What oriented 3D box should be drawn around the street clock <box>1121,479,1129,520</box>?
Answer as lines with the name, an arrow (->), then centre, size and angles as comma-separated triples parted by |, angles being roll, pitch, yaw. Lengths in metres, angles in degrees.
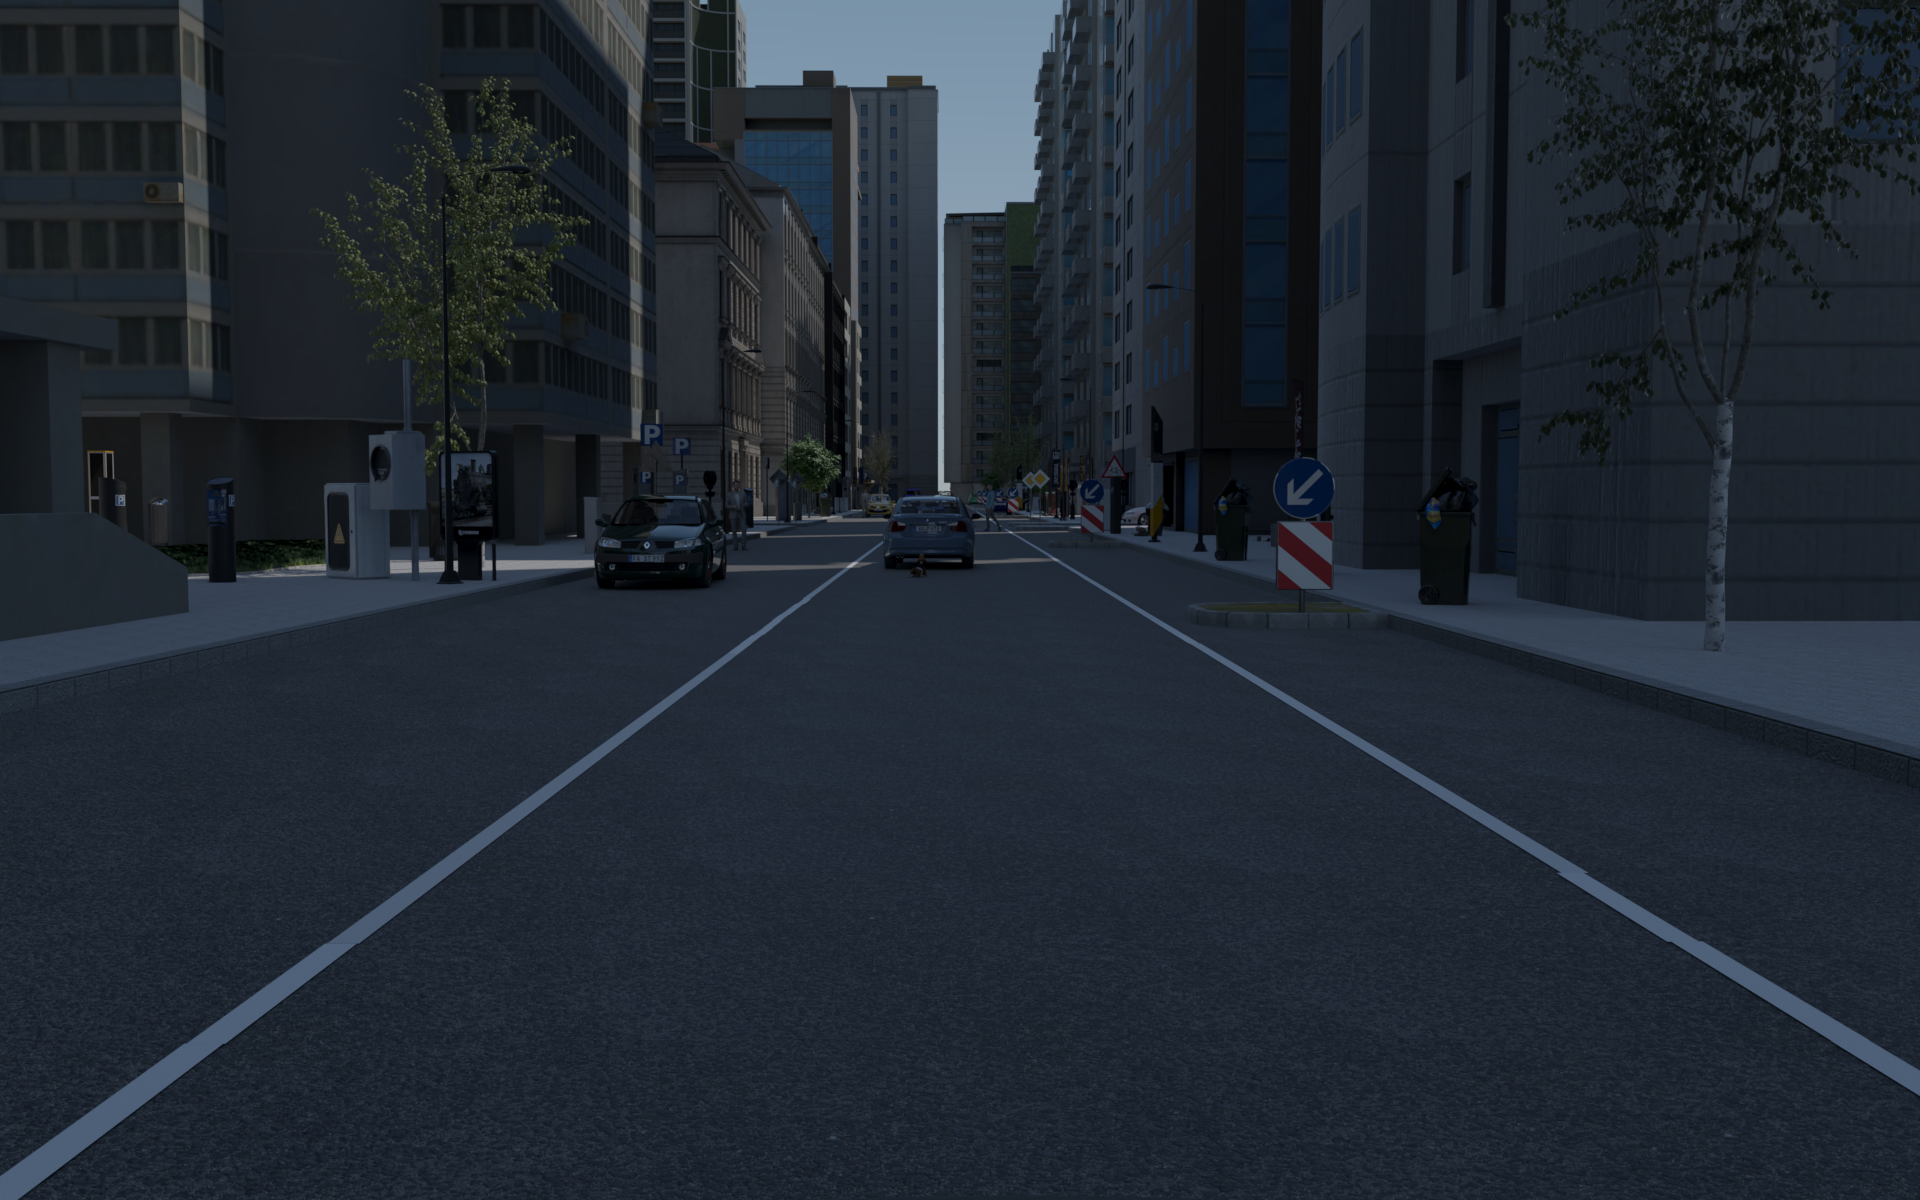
street clock -> 8.016, -4.916, 84.941 | 0.471, 2.002, 0.358 | 1, 4, 19

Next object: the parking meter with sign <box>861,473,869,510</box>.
parking meter with sign -> -8.319, -8.863, 141.163 | 1.738, 3.016, 0.543 | -3, 4, -38

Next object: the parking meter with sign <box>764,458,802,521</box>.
parking meter with sign -> -8.467, -5.313, 83.129 | 1.738, 3.016, 0.543 | -2, 4, -25

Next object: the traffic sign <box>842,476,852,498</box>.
traffic sign -> -8.070, -7.550, 123.554 | 0.768, 2.556, 0.104 | 0, 4, 4

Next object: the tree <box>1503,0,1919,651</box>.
tree -> 6.320, -3.901, 14.147 | 4.360, 8.622, 3.978 | 0, 3, 0

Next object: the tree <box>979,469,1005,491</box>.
tree -> 4.112, -14.682, 223.767 | 4.285, 4.588, 4.351 | 0, 3, 0

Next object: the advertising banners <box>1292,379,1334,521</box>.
advertising banners -> 5.554, -1.903, 27.303 | 0.090, 3.025, 2.074 | 2, 4, 29

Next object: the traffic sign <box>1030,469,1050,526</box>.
traffic sign -> 3.205, -4.015, 69.286 | 0.795, 2.450, 0.064 | 0, 4, 0

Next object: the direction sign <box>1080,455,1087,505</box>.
direction sign -> 7.272, -6.680, 101.219 | 0.379, 3.537, 0.876 | -2, 4, -32

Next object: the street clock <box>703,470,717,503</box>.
street clock -> -7.680, -2.977, 53.246 | 0.358, 2.002, 0.471 | -3, 4, -37

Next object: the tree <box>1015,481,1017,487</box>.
tree -> 5.353, -9.024, 142.142 | 1.663, 3.219, 1.824 | 0, 3, 0

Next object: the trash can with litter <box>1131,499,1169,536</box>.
trash can with litter -> 5.783, -2.529, 52.739 | 1.055, 1.170, 0.624 | -2, 4, -31

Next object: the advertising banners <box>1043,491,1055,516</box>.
advertising banners -> 5.354, -6.351, 100.031 | 0.090, 3.025, 2.074 | 2, 4, 32

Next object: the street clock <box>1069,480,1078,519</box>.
street clock -> 5.698, -5.080, 87.634 | 0.471, 2.002, 0.358 | 3, 4, 38

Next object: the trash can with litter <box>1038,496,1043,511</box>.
trash can with litter -> 6.362, -7.217, 129.392 | 1.055, 1.170, 0.624 | 1, 4, 8

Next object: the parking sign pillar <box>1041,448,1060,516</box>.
parking sign pillar -> 5.537, -6.966, 102.373 | 1.447, 3.967, 1.447 | -1, 4, -11

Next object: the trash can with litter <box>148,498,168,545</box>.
trash can with litter -> -15.300, -1.390, 33.788 | 1.678, 1.210, 2.233 | 1, 4, 9

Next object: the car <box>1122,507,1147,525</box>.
car -> 9.394, -3.805, 74.575 | 4.827, 1.381, 2.083 | 0, 4, 0

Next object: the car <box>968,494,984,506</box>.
car -> 1.972, -12.660, 215.787 | 1.959, 1.807, 4.718 | 0, 4, -2

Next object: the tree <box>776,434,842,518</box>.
tree -> -8.075, -6.611, 91.808 | 4.285, 4.588, 4.351 | 0, 3, 0

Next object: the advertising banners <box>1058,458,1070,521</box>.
advertising banners -> 5.067, -5.341, 83.517 | 0.090, 3.025, 2.074 | 1, 4, 16

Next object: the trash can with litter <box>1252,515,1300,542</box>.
trash can with litter -> 8.752, -2.185, 46.774 | 2.233, 1.210, 1.678 | 1, 4, 18

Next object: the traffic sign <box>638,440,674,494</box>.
traffic sign -> -7.352, -2.559, 41.836 | 0.884, 2.594, 0.081 | 0, 4, 5

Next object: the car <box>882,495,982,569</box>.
car -> -0.579, -1.381, 34.579 | 2.014, 1.417, 4.499 | 0, 4, 1

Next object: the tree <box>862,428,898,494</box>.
tree -> -9.132, -15.217, 199.154 | 4.360, 8.622, 3.978 | 0, 3, 0

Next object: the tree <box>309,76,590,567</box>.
tree -> -8.645, -4.876, 30.092 | 4.737, 8.622, 4.395 | 0, 3, 0

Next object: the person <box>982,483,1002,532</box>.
person -> 1.215, -3.498, 65.549 | 0.748, 1.841, 0.638 | 1, 4, 9

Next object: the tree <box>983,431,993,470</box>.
tree -> 4.428, -14.379, 185.456 | 4.737, 8.622, 4.395 | 0, 3, 0

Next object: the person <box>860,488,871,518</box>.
person -> -5.602, -5.749, 102.778 | 0.678, 1.792, 0.850 | 0, 4, 3

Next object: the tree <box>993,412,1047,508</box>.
tree -> 5.835, -12.547, 155.507 | 4.737, 8.622, 4.395 | 0, 3, 0

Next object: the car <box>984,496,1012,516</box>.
car -> 2.621, -6.394, 117.126 | 1.945, 1.354, 3.894 | 0, 4, -2

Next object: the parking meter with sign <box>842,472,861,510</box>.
parking meter with sign -> -8.852, -8.526, 135.660 | 1.738, 3.016, 0.543 | 0, 4, 7

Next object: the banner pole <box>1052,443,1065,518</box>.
banner pole -> 4.898, -5.849, 85.650 | 0.863, 3.779, 0.401 | 2, 4, 29

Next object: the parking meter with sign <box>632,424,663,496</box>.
parking meter with sign -> -7.962, -2.902, 43.712 | 0.543, 3.016, 1.738 | -1, 4, -23

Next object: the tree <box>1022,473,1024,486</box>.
tree -> 5.816, -8.716, 137.115 | 1.663, 3.219, 1.824 | 0, 3, 0

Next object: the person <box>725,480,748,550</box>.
person -> -5.660, -2.166, 44.119 | 0.606, 1.804, 0.583 | -1, 4, -21

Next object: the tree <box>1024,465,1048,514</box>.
tree -> 5.329, -7.266, 113.405 | 1.663, 3.219, 1.824 | 0, 3, 0

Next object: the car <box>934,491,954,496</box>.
car -> -1.804, -11.635, 198.912 | 2.281, 1.827, 5.304 | 0, 4, -2

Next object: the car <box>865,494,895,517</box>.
car -> -5.094, -6.064, 109.377 | 2.015, 1.641, 3.980 | 0, 4, 0

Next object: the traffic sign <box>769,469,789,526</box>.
traffic sign -> -7.239, -4.012, 69.231 | 0.795, 2.450, 0.064 | 0, 4, 0

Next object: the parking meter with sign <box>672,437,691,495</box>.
parking meter with sign -> -8.501, -3.443, 52.560 | 0.543, 3.016, 1.738 | 0, 4, -4

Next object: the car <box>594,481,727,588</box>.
car -> -4.725, -1.093, 27.653 | 2.009, 1.686, 4.222 | 0, 4, -2

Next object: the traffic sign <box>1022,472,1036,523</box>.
traffic sign -> 3.147, -4.503, 77.270 | 0.795, 2.450, 0.064 | 0, 4, 0

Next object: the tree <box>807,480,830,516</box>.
tree -> -8.173, -6.414, 99.468 | 1.663, 3.219, 1.824 | 0, 3, 0

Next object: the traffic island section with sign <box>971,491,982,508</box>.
traffic island section with sign -> 2.446, -10.456, 179.581 | 1.989, 1.847, 2.006 | 0, 4, 0

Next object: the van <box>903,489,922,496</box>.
van -> -5.732, -12.627, 210.841 | 2.240, 2.365, 5.245 | 0, 4, -1

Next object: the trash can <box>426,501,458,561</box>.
trash can -> -9.903, -1.325, 33.312 | 0.748, 1.137, 0.748 | 0, 3, 0

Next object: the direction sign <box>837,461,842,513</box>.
direction sign -> -8.173, -7.682, 117.597 | 0.379, 3.537, 0.876 | 1, 4, 12

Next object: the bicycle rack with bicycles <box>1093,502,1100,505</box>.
bicycle rack with bicycles -> 9.477, -6.034, 112.038 | 2.852, 0.926, 2.925 | 1, 4, 23

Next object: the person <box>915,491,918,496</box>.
person -> -3.487, -7.819, 137.338 | 0.522, 1.701, 0.512 | 0, 4, 3

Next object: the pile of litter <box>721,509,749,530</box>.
pile of litter -> -8.191, -2.973, 62.571 | 1.176, 0.858, 1.719 | 1, 4, 8

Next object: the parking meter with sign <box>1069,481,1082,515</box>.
parking meter with sign -> 7.012, -6.605, 104.248 | 0.543, 3.016, 1.738 | -2, 4, -32

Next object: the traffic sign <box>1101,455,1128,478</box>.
traffic sign -> 5.116, -3.515, 57.478 | 0.884, 2.594, 0.081 | 0, 4, 0

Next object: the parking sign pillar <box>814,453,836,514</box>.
parking sign pillar -> -8.724, -7.546, 111.852 | 1.447, 3.967, 1.447 | 2, 4, 33

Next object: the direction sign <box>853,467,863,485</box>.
direction sign -> -8.607, -9.456, 146.607 | 0.876, 3.537, 0.379 | -1, 4, -13

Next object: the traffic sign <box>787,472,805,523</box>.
traffic sign -> -7.297, -4.500, 77.216 | 0.795, 2.450, 0.064 | 0, 4, 0

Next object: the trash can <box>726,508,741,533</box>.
trash can -> -7.565, -2.830, 57.927 | 0.748, 1.137, 0.748 | 0, 3, 0
